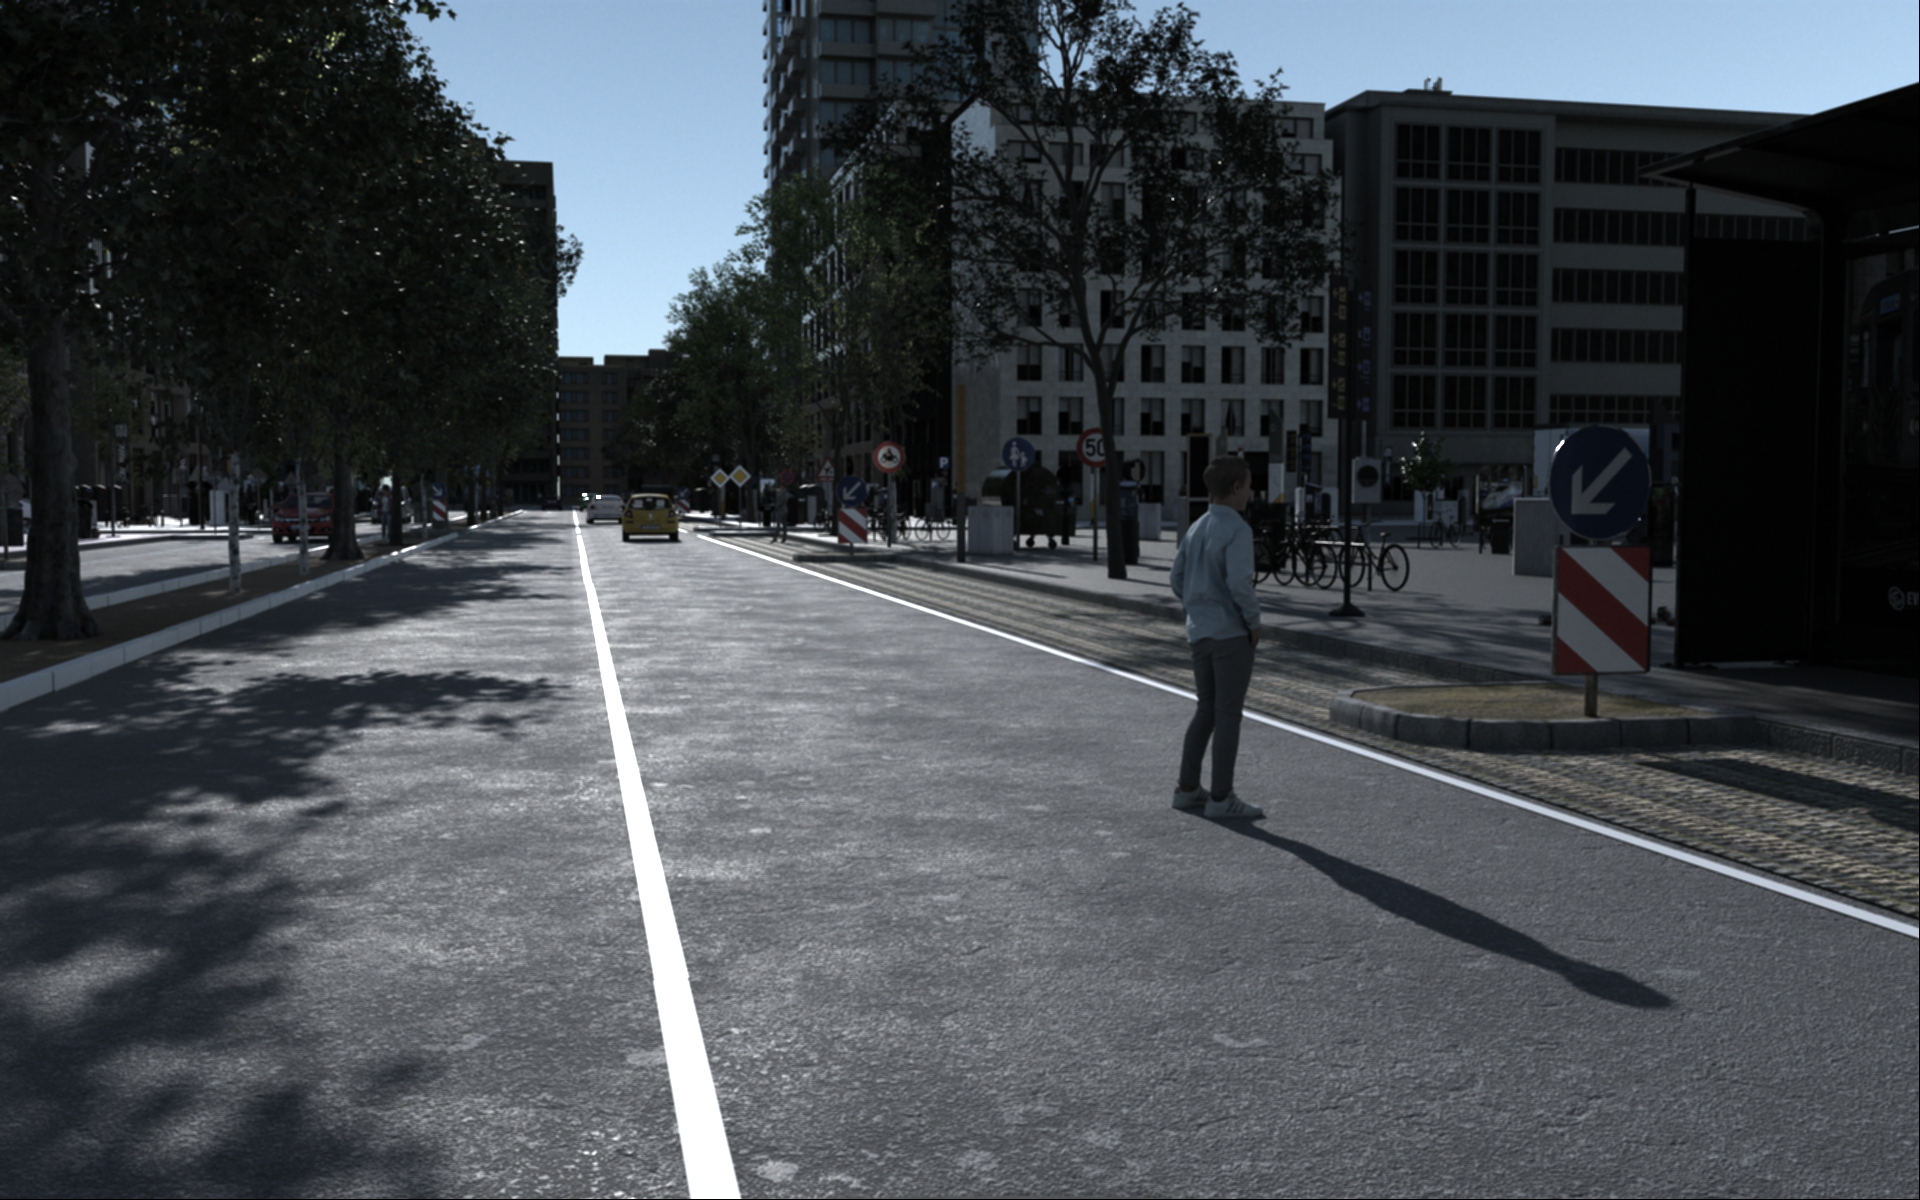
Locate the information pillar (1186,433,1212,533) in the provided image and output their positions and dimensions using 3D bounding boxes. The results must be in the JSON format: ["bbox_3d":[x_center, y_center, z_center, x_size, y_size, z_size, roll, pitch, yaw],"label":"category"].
[{"bbox_3d":[2.922,-1.020,21.174,0.304,2.012,0.304,1,4,9],"label":"information pillar"}]

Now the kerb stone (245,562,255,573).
[{"bbox_3d":[-13.048,-0.572,31.550,0.120,0.150,1.000,-1,4,-13],"label":"kerb stone"}]

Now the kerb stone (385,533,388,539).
[{"bbox_3d":[-18.216,-1.978,54.536,0.120,0.150,1.000,-1,4,-13],"label":"kerb stone"}]

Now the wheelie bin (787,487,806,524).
[{"bbox_3d":[-7.143,-4.107,75.056,0.693,1.594,0.980,2,4,28],"label":"wheelie bin"}]

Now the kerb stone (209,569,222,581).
[{"bbox_3d":[-12.370,-0.388,28.547,0.120,0.150,1.000,-1,4,-13],"label":"kerb stone"}]

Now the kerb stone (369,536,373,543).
[{"bbox_3d":[-17.316,-1.734,50.538,0.120,0.150,1.000,-1,4,-13],"label":"kerb stone"}]

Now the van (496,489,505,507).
[{"bbox_3d":[-52.329,-11.643,194.754,2.240,2.365,5.245,-1,4,-14],"label":"van"}]

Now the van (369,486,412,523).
[{"bbox_3d":[-28.179,-4.821,85.831,2.013,2.044,4.112,-1,4,-13],"label":"van"}]

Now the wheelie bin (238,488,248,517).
[{"bbox_3d":[-40.643,-5.537,98.438,0.693,1.594,0.980,-1,4,-21],"label":"wheelie bin"}]

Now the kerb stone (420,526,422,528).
[{"bbox_3d":[-21.259,-2.805,68.073,0.120,0.150,1.000,-1,4,-13],"label":"kerb stone"}]

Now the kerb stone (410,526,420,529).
[{"bbox_3d":[-20.812,-2.684,66.078,0.120,0.150,1.000,-1,4,-13],"label":"kerb stone"}]

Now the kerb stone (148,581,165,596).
[{"bbox_3d":[-11.475,-0.138,24.535,0.120,0.150,1.000,-1,4,-13],"label":"kerb stone"}]

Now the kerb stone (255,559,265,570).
[{"bbox_3d":[-13.267,-0.633,32.548,0.120,0.150,1.000,-1,4,-13],"label":"kerb stone"}]

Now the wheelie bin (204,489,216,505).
[{"bbox_3d":[-43.196,-5.626,99.899,0.980,1.594,0.693,-2,4,-32],"label":"wheelie bin"}]

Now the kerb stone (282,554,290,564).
[{"bbox_3d":[-13.946,-0.816,35.539,0.120,0.150,1.000,-1,4,-13],"label":"kerb stone"}]

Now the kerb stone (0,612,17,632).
[{"bbox_3d":[-10.123,0.226,18.538,0.120,0.150,1.000,-1,4,-13],"label":"kerb stone"}]

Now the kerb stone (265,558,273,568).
[{"bbox_3d":[-13.505,-0.694,33.543,0.120,0.150,1.000,-1,4,-13],"label":"kerb stone"}]

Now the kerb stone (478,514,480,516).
[{"bbox_3d":[-32.061,-5.742,116.115,0.120,0.150,1.000,-1,4,-13],"label":"kerb stone"}]

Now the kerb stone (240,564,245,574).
[{"bbox_3d":[-12.812,-0.511,30.542,0.120,0.150,1.000,-1,4,-13],"label":"kerb stone"}]

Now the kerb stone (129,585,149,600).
[{"bbox_3d":[-11.248,-0.080,23.535,0.120,0.150,1.000,-1,4,-13],"label":"kerb stone"}]

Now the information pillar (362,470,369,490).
[{"bbox_3d":[-45.601,-8.658,132.917,0.504,3.616,0.183,0,4,-3],"label":"information pillar"}]

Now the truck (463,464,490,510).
[{"bbox_3d":[-44.160,-10.363,159.200,2.967,4.110,18.799,-1,4,-14],"label":"truck"}]

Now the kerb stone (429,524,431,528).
[{"bbox_3d":[-21.930,-2.987,71.086,0.120,0.150,1.000,-1,4,-13],"label":"kerb stone"}]

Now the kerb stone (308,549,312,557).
[{"bbox_3d":[-14.622,-0.999,38.545,0.120,0.150,1.000,-1,4,-13],"label":"kerb stone"}]

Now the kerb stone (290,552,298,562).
[{"bbox_3d":[-14.161,-0.875,36.541,0.120,0.150,1.000,-1,4,-13],"label":"kerb stone"}]

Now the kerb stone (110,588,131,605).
[{"bbox_3d":[-11.014,-0.015,22.536,0.120,0.150,1.000,-1,4,-13],"label":"kerb stone"}]

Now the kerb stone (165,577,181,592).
[{"bbox_3d":[-11.694,-0.204,25.538,0.120,0.150,1.000,-1,4,-13],"label":"kerb stone"}]

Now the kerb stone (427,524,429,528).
[{"bbox_3d":[-21.707,-2.929,70.082,0.120,0.150,1.000,-1,4,-13],"label":"kerb stone"}]

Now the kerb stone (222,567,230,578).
[{"bbox_3d":[-12.595,-0.447,29.544,0.120,0.150,1.000,-1,4,-13],"label":"kerb stone"}]

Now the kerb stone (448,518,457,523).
[{"bbox_3d":[-25.533,-3.970,87.108,0.120,0.150,1.000,-1,4,-13],"label":"kerb stone"}]

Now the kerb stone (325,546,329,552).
[{"bbox_3d":[-15.286,-1.183,41.538,0.120,0.150,1.000,-1,4,-13],"label":"kerb stone"}]

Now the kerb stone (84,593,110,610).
[{"bbox_3d":[-10.796,0.040,21.537,0.120,0.150,1.000,-1,4,-13],"label":"kerb stone"}]

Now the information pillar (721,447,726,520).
[{"bbox_3d":[-11.802,-5.810,86.354,0.183,3.616,0.504,0,4,6],"label":"information pillar"}]

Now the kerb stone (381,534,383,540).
[{"bbox_3d":[-17.988,-1.916,53.539,0.120,0.150,1.000,-1,4,-13],"label":"kerb stone"}]

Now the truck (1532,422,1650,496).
[{"bbox_3d":[28.822,-4.970,70.171,11.283,4.237,2.839,-1,4,-14],"label":"truck"}]

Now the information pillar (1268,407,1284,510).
[{"bbox_3d":[8.494,-3.379,46.606,0.183,3.616,0.504,-3,4,-37],"label":"information pillar"}]

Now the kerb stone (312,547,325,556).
[{"bbox_3d":[-15.063,-1.121,40.541,0.120,0.150,1.000,-1,4,-13],"label":"kerb stone"}]

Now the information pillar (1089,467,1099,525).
[{"bbox_3d":[5.509,-4.868,70.946,0.183,3.616,0.504,-2,4,-28],"label":"information pillar"}]

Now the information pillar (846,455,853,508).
[{"bbox_3d":[-6.627,-6.899,104.155,0.504,3.616,0.183,-3,5,-40],"label":"information pillar"}]

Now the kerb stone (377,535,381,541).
[{"bbox_3d":[-17.762,-1.856,52.543,0.120,0.150,1.000,-1,4,-13],"label":"kerb stone"}]

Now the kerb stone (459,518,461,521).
[{"bbox_3d":[-26.213,-4.154,90.112,0.120,0.150,1.000,-1,4,-13],"label":"kerb stone"}]

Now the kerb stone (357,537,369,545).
[{"bbox_3d":[-17.094,-1.672,49.530,0.120,0.150,1.000,-1,4,-13],"label":"kerb stone"}]

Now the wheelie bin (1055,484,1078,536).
[{"bbox_3d":[3.221,-2.803,53.744,0.980,1.594,0.693,3,5,40],"label":"wheelie bin"}]

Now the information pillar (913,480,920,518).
[{"bbox_3d":[-2.331,-5.445,93.510,0.304,2.012,0.304,1,4,14],"label":"information pillar"}]

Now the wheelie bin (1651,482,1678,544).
[{"bbox_3d":[17.812,-2.207,43.996,0.980,1.594,0.693,-1,4,-21],"label":"wheelie bin"}]

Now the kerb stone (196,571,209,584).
[{"bbox_3d":[-12.149,-0.326,27.549,0.120,0.150,1.000,-1,4,-13],"label":"kerb stone"}]

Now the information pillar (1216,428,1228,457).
[{"bbox_3d":[9.289,-4.289,61.472,0.183,3.616,0.504,-3,5,-43],"label":"information pillar"}]

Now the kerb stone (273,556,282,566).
[{"bbox_3d":[-13.718,-0.750,34.543,0.120,0.150,1.000,-1,4,-13],"label":"kerb stone"}]

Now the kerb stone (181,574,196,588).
[{"bbox_3d":[-11.915,-0.265,26.536,0.120,0.150,1.000,-1,4,-13],"label":"kerb stone"}]

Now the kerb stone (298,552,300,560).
[{"bbox_3d":[-14.396,-0.939,37.548,0.120,0.150,1.000,-1,4,-13],"label":"kerb stone"}]

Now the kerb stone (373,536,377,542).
[{"bbox_3d":[-17.537,-1.795,51.536,0.120,0.150,1.000,-1,4,-13],"label":"kerb stone"}]
